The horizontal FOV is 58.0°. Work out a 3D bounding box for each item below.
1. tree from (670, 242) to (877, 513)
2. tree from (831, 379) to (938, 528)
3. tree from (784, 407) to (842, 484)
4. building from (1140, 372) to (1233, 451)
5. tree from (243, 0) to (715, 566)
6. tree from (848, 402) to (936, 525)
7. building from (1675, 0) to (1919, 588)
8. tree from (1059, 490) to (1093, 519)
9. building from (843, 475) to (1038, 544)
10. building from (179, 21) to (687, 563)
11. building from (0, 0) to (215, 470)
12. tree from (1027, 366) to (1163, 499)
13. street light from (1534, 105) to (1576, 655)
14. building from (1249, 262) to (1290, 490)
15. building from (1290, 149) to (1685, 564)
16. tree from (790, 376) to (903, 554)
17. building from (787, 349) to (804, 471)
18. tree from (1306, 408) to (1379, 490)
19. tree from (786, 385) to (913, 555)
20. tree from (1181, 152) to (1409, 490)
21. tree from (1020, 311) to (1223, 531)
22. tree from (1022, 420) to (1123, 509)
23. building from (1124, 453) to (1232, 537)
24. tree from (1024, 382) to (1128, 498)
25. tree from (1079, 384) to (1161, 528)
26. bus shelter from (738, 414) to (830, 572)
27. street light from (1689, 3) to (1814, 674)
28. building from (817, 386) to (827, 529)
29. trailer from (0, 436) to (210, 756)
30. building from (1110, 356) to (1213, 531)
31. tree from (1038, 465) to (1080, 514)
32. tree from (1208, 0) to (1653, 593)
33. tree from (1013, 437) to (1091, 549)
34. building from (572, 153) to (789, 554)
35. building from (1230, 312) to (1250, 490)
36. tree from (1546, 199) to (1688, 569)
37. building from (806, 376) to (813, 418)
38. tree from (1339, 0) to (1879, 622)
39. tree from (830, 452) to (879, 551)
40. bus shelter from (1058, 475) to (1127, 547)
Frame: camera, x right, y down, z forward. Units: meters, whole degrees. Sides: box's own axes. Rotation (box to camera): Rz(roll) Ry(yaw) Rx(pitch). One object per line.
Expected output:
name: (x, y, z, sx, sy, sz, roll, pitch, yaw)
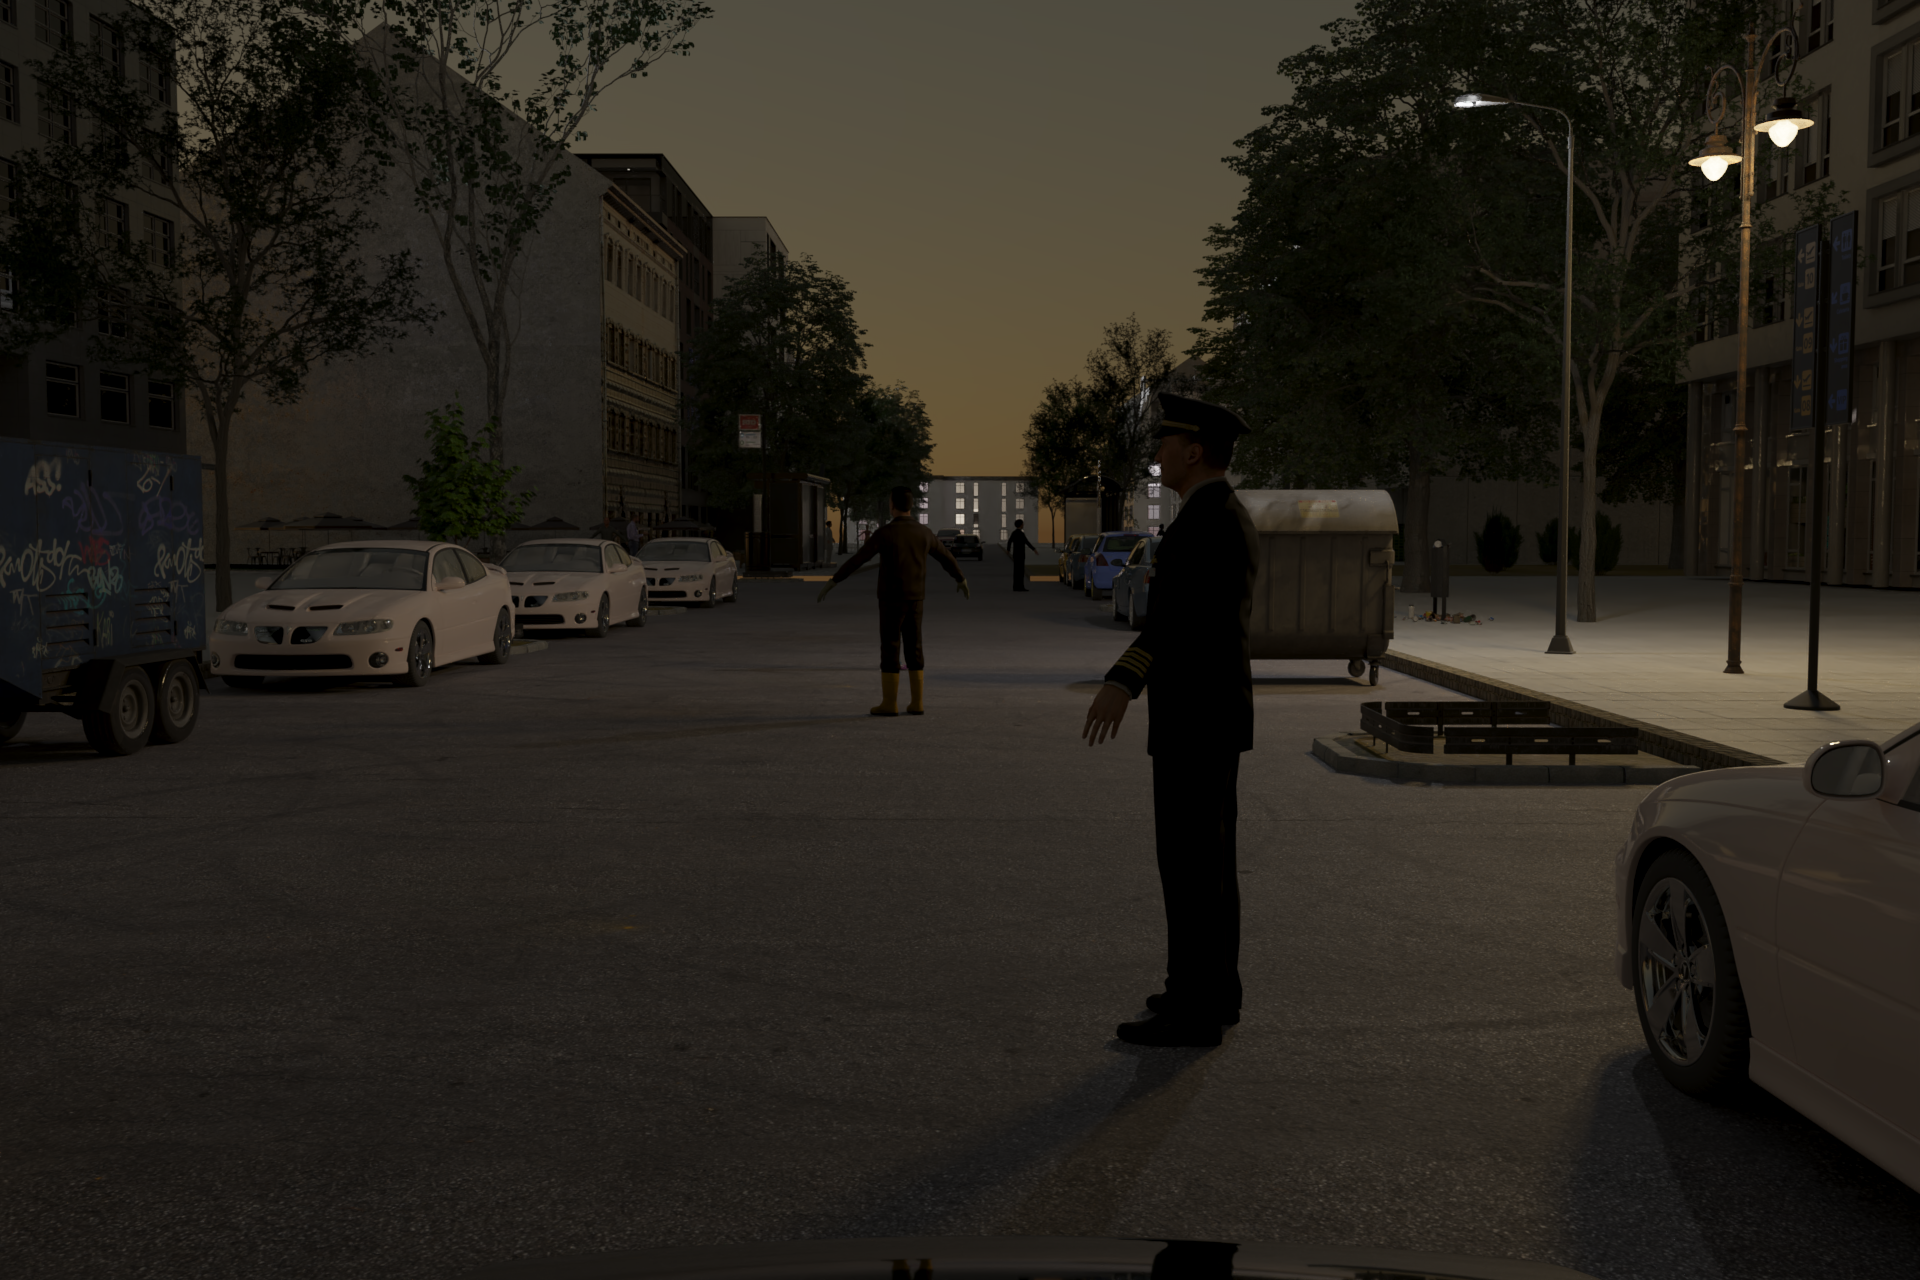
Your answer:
tree: (-8.154, -10.448, 77.482, 9.857, 13.997, 8.962, 0, 3, 0)
tree: (-6.678, -14.478, 143.371, 9.857, 13.997, 8.962, 0, 3, 0)
tree: (-8.095, -8.581, 90.661, 4.360, 8.622, 3.978, 0, 3, 0)
building: (26.490, -21.438, 206.937, 16.016, 20.090, 11.380, 0, 4, 0)
tree: (-12.886, -11.385, 42.033, 12.611, 20.169, 13.585, 0, 3, 0)
tree: (-6.992, -15.334, 157.364, 9.857, 13.997, 8.962, 0, 3, 0)
building: (29.101, -13.508, 28.453, 19.016, 26.051, 41.698, 0, 4, 1)
tree: (17.710, -19.245, 249.065, 7.601, 10.594, 8.767, 0, 4, 5)
building: (-2.726, -18.479, 246.731, 28.070, 9.664, 9.099, 0, 4, -4)
building: (-24.474, -15.470, 83.859, 19.493, 23.208, 18.063, 0, 4, 1)
building: (-29.126, -13.699, 42.399, 11.959, 24.771, 22.079, 0, 4, 1)
tree: (7.769, -9.914, 96.507, 8.767, 10.594, 7.601, -2, 4, -24)
street light: (6.990, -2.806, 18.413, 1.470, 5.913, 1.316, 0, 4, 0)
building: (25.280, -16.108, 119.785, 16.016, 20.090, 11.380, 0, 4, 1)
building: (27.921, -13.565, 88.248, 16.747, 18.905, 31.486, 0, 4, 1)
tree: (-7.587, -11.439, 112.786, 9.928, 11.665, 9.643, 0, 3, 0)
building: (-21.768, -19.451, 174.437, 16.016, 20.090, 11.380, 0, 4, 1)
tree: (13.713, -7.115, 66.696, 4.360, 8.622, 3.978, 0, 3, 0)
tree: (-7.208, -10.364, 103.869, 8.767, 10.594, 7.601, -1, 4, -9)
tree: (10.259, -8.159, 51.526, 7.486, 12.596, 7.792, 0, 3, 0)
tree: (6.737, -8.505, 73.462, 8.767, 10.594, 7.601, 0, 4, -3)
tree: (8.414, -11.933, 129.522, 8.767, 10.594, 7.601, 1, 4, 16)
building: (22.318, -14.444, 178.304, 9.099, 9.664, 28.070, 0, 4, 1)
tree: (8.187, -11.791, 118.538, 9.928, 11.665, 9.643, 0, 3, 0)
tree: (7.217, -8.109, 82.937, 4.360, 8.622, 3.978, 0, 3, 0)
bus shelter: (-6.168, -5.066, 60.453, 2.179, 5.291, 8.768, 0, 4, 3)
street light: (7.133, -2.630, 15.788, 0.468, 5.910, 1.993, 0, 4, 1)
building: (-22.510, -21.841, 213.520, 16.016, 20.090, 11.380, 0, 3, 0)
trailer: (-6.060, -0.229, 10.789, 1.471, 1.999, 3.904, 0, 4, 1)
building: (28.785, -23.875, 221.281, 19.493, 23.208, 18.063, 0, 4, 1)
tree: (8.826, -11.475, 137.978, 4.360, 8.622, 3.978, 0, 3, 0)
tree: (10.119, -8.020, 37.779, 9.857, 13.997, 8.962, 0, 3, 0)
tree: (8.416, -13.345, 152.600, 8.767, 10.594, 7.601, 2, 4, 27)
building: (-26.394, -16.247, 109.619, 27.936, 21.610, 32.646, 0, 4, 0)
building: (26.598, -17.130, 136.500, 16.016, 20.090, 11.380, 0, 4, 1)
tree: (26.360, -9.590, 63.447, 9.857, 13.997, 8.962, 0, 3, 0)
building: (-22.149, -20.599, 193.212, 16.016, 20.090, 11.380, 0, 3, 0)
tree: (8.835, -5.526, 24.760, 7.601, 10.594, 8.767, -2, 4, -34)
tree: (-7.177, -10.551, 122.875, 4.360, 8.622, 3.978, 0, 3, 0)
bus shelter: (4.654, -4.146, 61.711, 2.014, 3.302, 5.546, 0, 4, 0)
